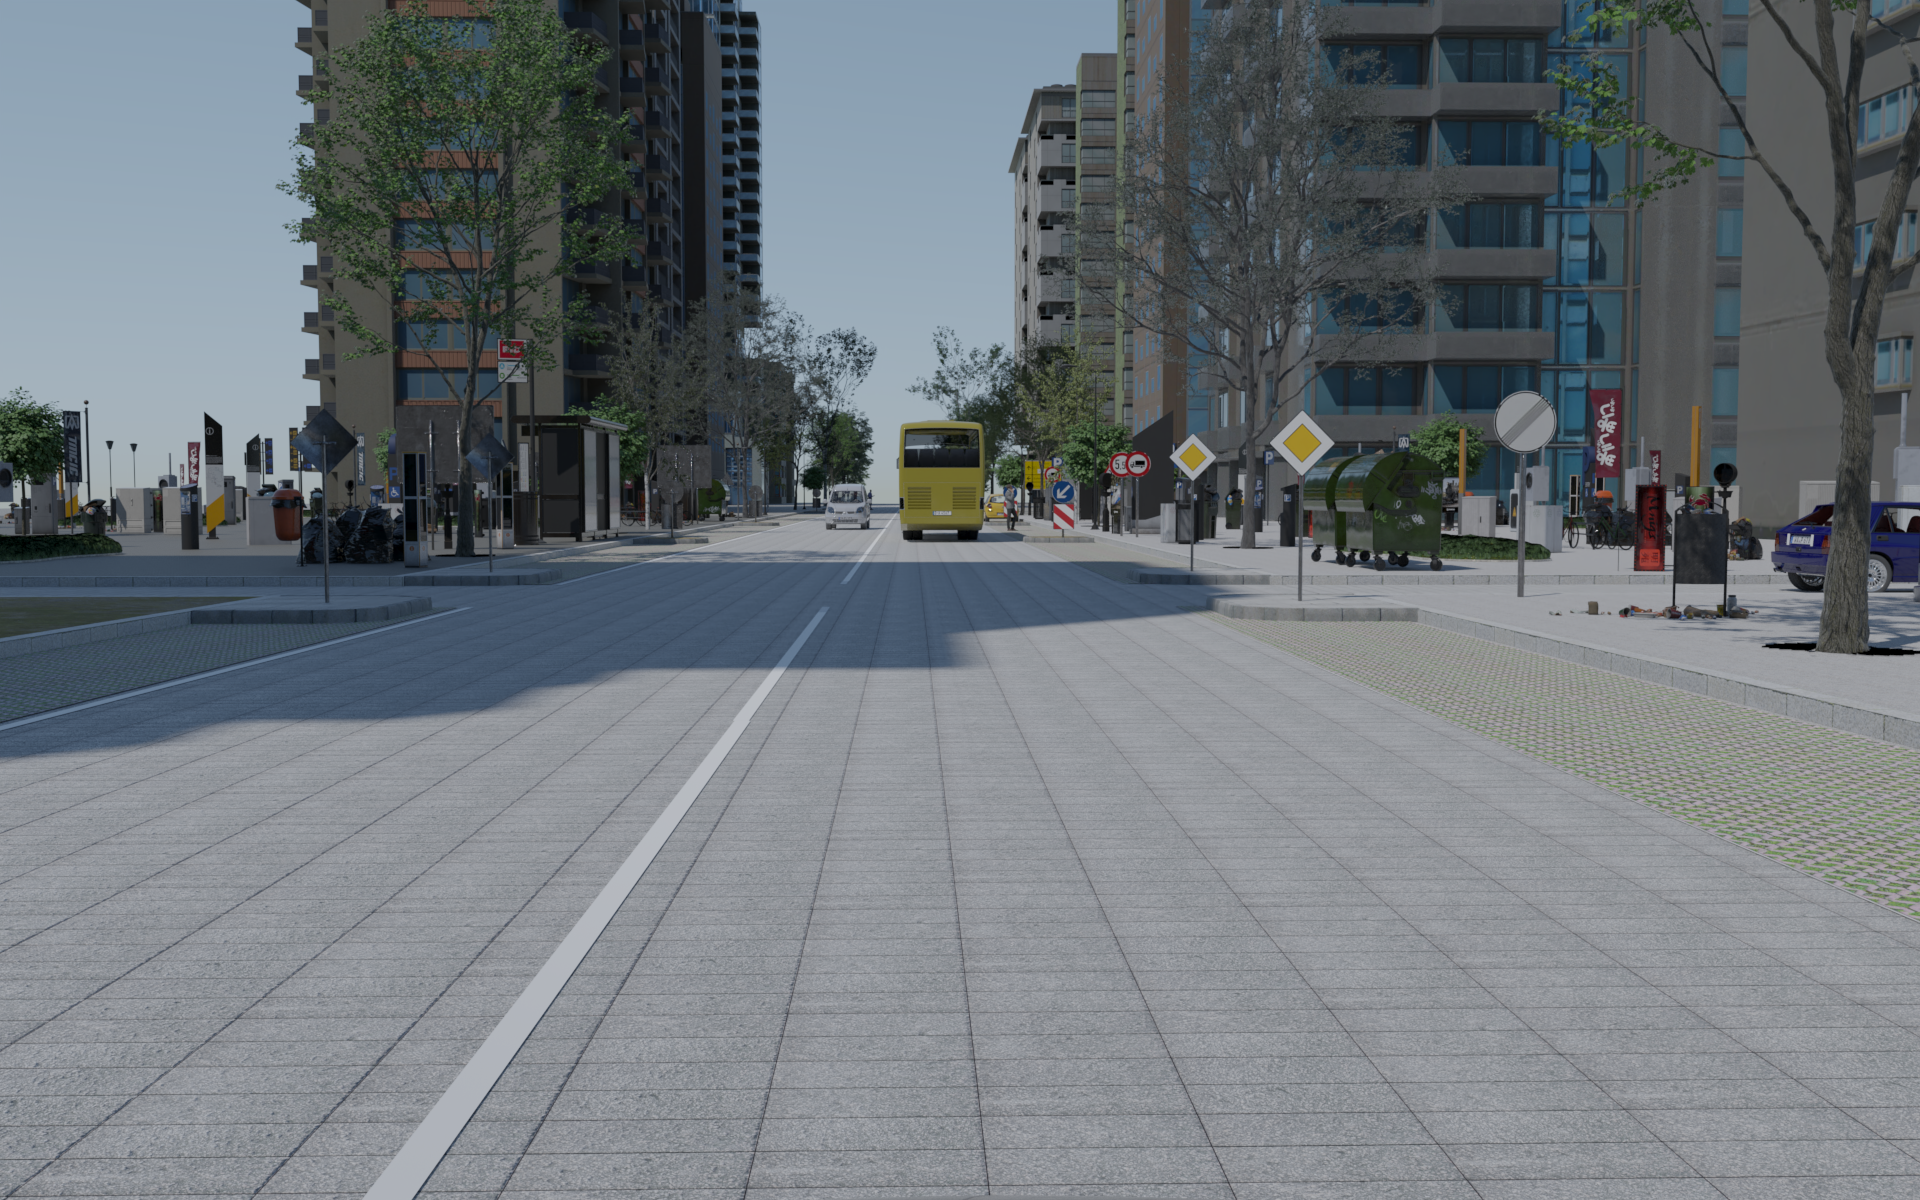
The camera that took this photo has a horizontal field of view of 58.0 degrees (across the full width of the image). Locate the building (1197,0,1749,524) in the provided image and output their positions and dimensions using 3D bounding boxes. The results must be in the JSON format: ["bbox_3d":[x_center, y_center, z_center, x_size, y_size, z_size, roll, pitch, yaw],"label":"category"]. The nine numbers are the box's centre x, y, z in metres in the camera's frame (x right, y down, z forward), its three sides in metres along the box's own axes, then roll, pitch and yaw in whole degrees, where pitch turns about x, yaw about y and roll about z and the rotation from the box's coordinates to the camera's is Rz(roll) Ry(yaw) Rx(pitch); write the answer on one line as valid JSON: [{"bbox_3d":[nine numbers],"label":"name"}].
[{"bbox_3d":[24.584,-28.646,87.968,23.786,49.044,30.456,0,4,-2],"label":"building"}]

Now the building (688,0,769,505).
[{"bbox_3d":[-34.023,-54.758,207.971,22.319,86.520,31.000,0,4,-2],"label":"building"}]

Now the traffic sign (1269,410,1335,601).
[{"bbox_3d":[4.071,-1.043,20.692,0.795,2.450,0.064,0,4,-2],"label":"traffic sign"}]

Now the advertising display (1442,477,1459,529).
[{"bbox_3d":[18.137,-3.605,64.162,0.974,1.923,0.123,-2,4,-24],"label":"advertising display"}]

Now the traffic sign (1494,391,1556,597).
[{"bbox_3d":[6.979,-1.308,21.484,0.768,2.556,0.104,0,4,1],"label":"traffic sign"}]

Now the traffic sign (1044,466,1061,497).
[{"bbox_3d":[4.251,-4.860,79.573,0.768,2.556,0.104,0,4,4],"label":"traffic sign"}]

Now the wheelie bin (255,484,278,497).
[{"bbox_3d":[-21.413,-2.801,53.708,0.980,1.594,0.693,2,4,33],"label":"wheelie bin"}]

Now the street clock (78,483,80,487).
[{"bbox_3d":[-44.694,-5.068,87.433,0.471,2.002,0.358,-2,4,-29],"label":"street clock"}]

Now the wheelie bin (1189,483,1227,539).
[{"bbox_3d":[7.047,-2.557,49.711,0.693,1.594,0.980,3,4,38],"label":"wheelie bin"}]

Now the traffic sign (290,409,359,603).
[{"bbox_3d":[-7.469,-1.024,20.387,0.795,2.450,0.064,0,4,-2],"label":"traffic sign"}]

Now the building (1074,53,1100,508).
[{"bbox_3d":[17.801,-29.422,164.636,14.154,41.232,14.086,0,4,-2],"label":"building"}]

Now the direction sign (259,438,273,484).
[{"bbox_3d":[-28.136,-4.769,69.975,0.876,3.537,0.379,1,4,11],"label":"direction sign"}]

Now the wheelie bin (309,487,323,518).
[{"bbox_3d":[-30.419,-4.534,82.032,0.693,1.594,0.980,-3,5,-44],"label":"wheelie bin"}]

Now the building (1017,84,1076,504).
[{"bbox_3d":[22.882,-38.652,221.196,28.713,52.752,27.495,0,4,-2],"label":"building"}]

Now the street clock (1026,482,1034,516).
[{"bbox_3d":[4.157,-6.036,103.254,0.471,2.002,0.358,0,4,7],"label":"street clock"}]

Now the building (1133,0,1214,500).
[{"bbox_3d":[19.032,-28.234,111.731,14.600,45.320,14.200,0,4,-2],"label":"building"}]

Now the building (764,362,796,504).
[{"bbox_3d":[-37.559,-24.156,239.986,27.650,21.520,28.899,0,4,-2],"label":"building"}]

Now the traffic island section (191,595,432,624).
[{"bbox_3d":[-7.492,0.112,20.448,2.009,0.180,2.903,0,4,-2],"label":"traffic island section"}]

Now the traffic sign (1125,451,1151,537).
[{"bbox_3d":[5.240,-3.123,51.173,0.768,2.556,0.104,0,4,-1],"label":"traffic sign"}]

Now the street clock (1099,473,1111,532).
[{"bbox_3d":[4.957,-3.315,58.767,0.471,2.002,0.358,-2,4,-29],"label":"street clock"}]

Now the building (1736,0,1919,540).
[{"bbox_3d":[33.325,-25.784,45.267,21.600,48.544,21.300,0,4,-2],"label":"building"}]

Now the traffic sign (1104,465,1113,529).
[{"bbox_3d":[5.575,-3.876,63.376,0.884,2.594,0.081,0,4,1],"label":"traffic sign"}]

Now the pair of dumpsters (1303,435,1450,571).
[{"bbox_3d":[7.325,-1.726,30.710,1.574,2.255,4.437,0,4,-1],"label":"pair of dumpsters"}]

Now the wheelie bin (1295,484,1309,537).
[{"bbox_3d":[10.318,-2.679,51.718,0.980,1.594,0.693,0,4,8],"label":"wheelie bin"}]

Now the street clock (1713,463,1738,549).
[{"bbox_3d":[17.791,-2.185,40.294,0.358,2.002,0.471,-3,5,-44],"label":"street clock"}]

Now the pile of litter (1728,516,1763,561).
[{"bbox_3d":[14.966,-1.213,33.796,1.719,0.858,1.176,-2,4,-26],"label":"pile of litter"}]

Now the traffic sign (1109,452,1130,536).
[{"bbox_3d":[4.912,-3.210,52.589,0.768,2.556,0.104,0,4,7],"label":"traffic sign"}]

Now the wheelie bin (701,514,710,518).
[{"bbox_3d":[-13.545,-5.120,91.628,0.693,1.594,0.980,2,4,32],"label":"wheelie bin"}]

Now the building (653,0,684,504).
[{"bbox_3d":[-31.371,-42.977,140.933,20.563,71.187,20.611,0,4,-2],"label":"building"}]

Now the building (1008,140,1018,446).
[{"bbox_3d":[21.981,-40.388,249.579,28.713,52.752,27.495,0,4,-2],"label":"building"}]

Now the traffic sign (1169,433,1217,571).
[{"bbox_3d":[3.845,-1.531,28.674,0.795,2.450,0.064,0,4,-2],"label":"traffic sign"}]

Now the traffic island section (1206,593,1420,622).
[{"bbox_3d":[4.095,0.092,20.770,2.009,0.180,2.903,0,4,-2],"label":"traffic island section"}]

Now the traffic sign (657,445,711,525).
[{"bbox_3d":[-11.430,-4.765,71.781,2.265,3.308,0.079,0,4,3],"label":"traffic sign"}]

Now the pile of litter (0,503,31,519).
[{"bbox_3d":[-48.730,-4.607,89.295,1.719,0.858,1.176,0,4,-8],"label":"pile of litter"}]

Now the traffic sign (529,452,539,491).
[{"bbox_3d":[-12.901,-3.221,52.761,0.768,2.556,0.104,0,4,1],"label":"traffic sign"}]

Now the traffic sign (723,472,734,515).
[{"bbox_3d":[-13.720,-6.233,101.917,0.884,2.594,0.081,0,4,6],"label":"traffic sign"}]

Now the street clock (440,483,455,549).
[{"bbox_3d":[-11.975,-2.196,40.480,0.358,2.002,0.471,-1,4,-18],"label":"street clock"}]

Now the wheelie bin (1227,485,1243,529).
[{"bbox_3d":[9.954,-3.368,62.976,0.693,1.594,0.980,1,4,8],"label":"wheelie bin"}]

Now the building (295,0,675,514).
[{"bbox_3d":[-31.470,-28.261,116.687,22.147,44.769,28.867,0,4,-2],"label":"building"}]

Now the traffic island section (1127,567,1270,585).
[{"bbox_3d":[3.868,-0.396,28.752,2.009,0.180,2.903,0,4,-2],"label":"traffic island section"}]

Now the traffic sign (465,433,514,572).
[{"bbox_3d":[-7.695,-1.512,28.369,0.795,2.450,0.064,0,4,-2],"label":"traffic sign"}]

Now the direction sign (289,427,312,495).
[{"bbox_3d":[-22.363,-4.085,58.783,0.876,3.537,0.379,1,4,17],"label":"direction sign"}]

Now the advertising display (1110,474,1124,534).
[{"bbox_3d":[5.035,-3.074,55.475,0.123,1.923,0.974,-1,4,-14],"label":"advertising display"}]

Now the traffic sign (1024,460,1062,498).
[{"bbox_3d":[5.002,-6.753,104.283,2.265,3.308,0.079,0,4,1],"label":"traffic sign"}]

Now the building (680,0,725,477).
[{"bbox_3d":[-29.458,-31.138,159.209,14.600,45.320,14.200,0,4,-2],"label":"building"}]

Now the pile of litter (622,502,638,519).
[{"bbox_3d":[-16.900,-4.532,88.056,1.719,0.858,1.176,-1,4,-14],"label":"pile of litter"}]

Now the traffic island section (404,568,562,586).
[{"bbox_3d":[-7.719,-0.376,28.430,2.009,0.180,2.903,0,4,-2],"label":"traffic island section"}]

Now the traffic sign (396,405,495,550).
[{"bbox_3d":[-11.768,-2.798,39.621,2.265,3.308,0.079,0,4,2],"label":"traffic sign"}]

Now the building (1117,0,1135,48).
[{"bbox_3d":[18.188,-27.073,126.231,14.154,41.232,14.086,0,4,-2],"label":"building"}]
